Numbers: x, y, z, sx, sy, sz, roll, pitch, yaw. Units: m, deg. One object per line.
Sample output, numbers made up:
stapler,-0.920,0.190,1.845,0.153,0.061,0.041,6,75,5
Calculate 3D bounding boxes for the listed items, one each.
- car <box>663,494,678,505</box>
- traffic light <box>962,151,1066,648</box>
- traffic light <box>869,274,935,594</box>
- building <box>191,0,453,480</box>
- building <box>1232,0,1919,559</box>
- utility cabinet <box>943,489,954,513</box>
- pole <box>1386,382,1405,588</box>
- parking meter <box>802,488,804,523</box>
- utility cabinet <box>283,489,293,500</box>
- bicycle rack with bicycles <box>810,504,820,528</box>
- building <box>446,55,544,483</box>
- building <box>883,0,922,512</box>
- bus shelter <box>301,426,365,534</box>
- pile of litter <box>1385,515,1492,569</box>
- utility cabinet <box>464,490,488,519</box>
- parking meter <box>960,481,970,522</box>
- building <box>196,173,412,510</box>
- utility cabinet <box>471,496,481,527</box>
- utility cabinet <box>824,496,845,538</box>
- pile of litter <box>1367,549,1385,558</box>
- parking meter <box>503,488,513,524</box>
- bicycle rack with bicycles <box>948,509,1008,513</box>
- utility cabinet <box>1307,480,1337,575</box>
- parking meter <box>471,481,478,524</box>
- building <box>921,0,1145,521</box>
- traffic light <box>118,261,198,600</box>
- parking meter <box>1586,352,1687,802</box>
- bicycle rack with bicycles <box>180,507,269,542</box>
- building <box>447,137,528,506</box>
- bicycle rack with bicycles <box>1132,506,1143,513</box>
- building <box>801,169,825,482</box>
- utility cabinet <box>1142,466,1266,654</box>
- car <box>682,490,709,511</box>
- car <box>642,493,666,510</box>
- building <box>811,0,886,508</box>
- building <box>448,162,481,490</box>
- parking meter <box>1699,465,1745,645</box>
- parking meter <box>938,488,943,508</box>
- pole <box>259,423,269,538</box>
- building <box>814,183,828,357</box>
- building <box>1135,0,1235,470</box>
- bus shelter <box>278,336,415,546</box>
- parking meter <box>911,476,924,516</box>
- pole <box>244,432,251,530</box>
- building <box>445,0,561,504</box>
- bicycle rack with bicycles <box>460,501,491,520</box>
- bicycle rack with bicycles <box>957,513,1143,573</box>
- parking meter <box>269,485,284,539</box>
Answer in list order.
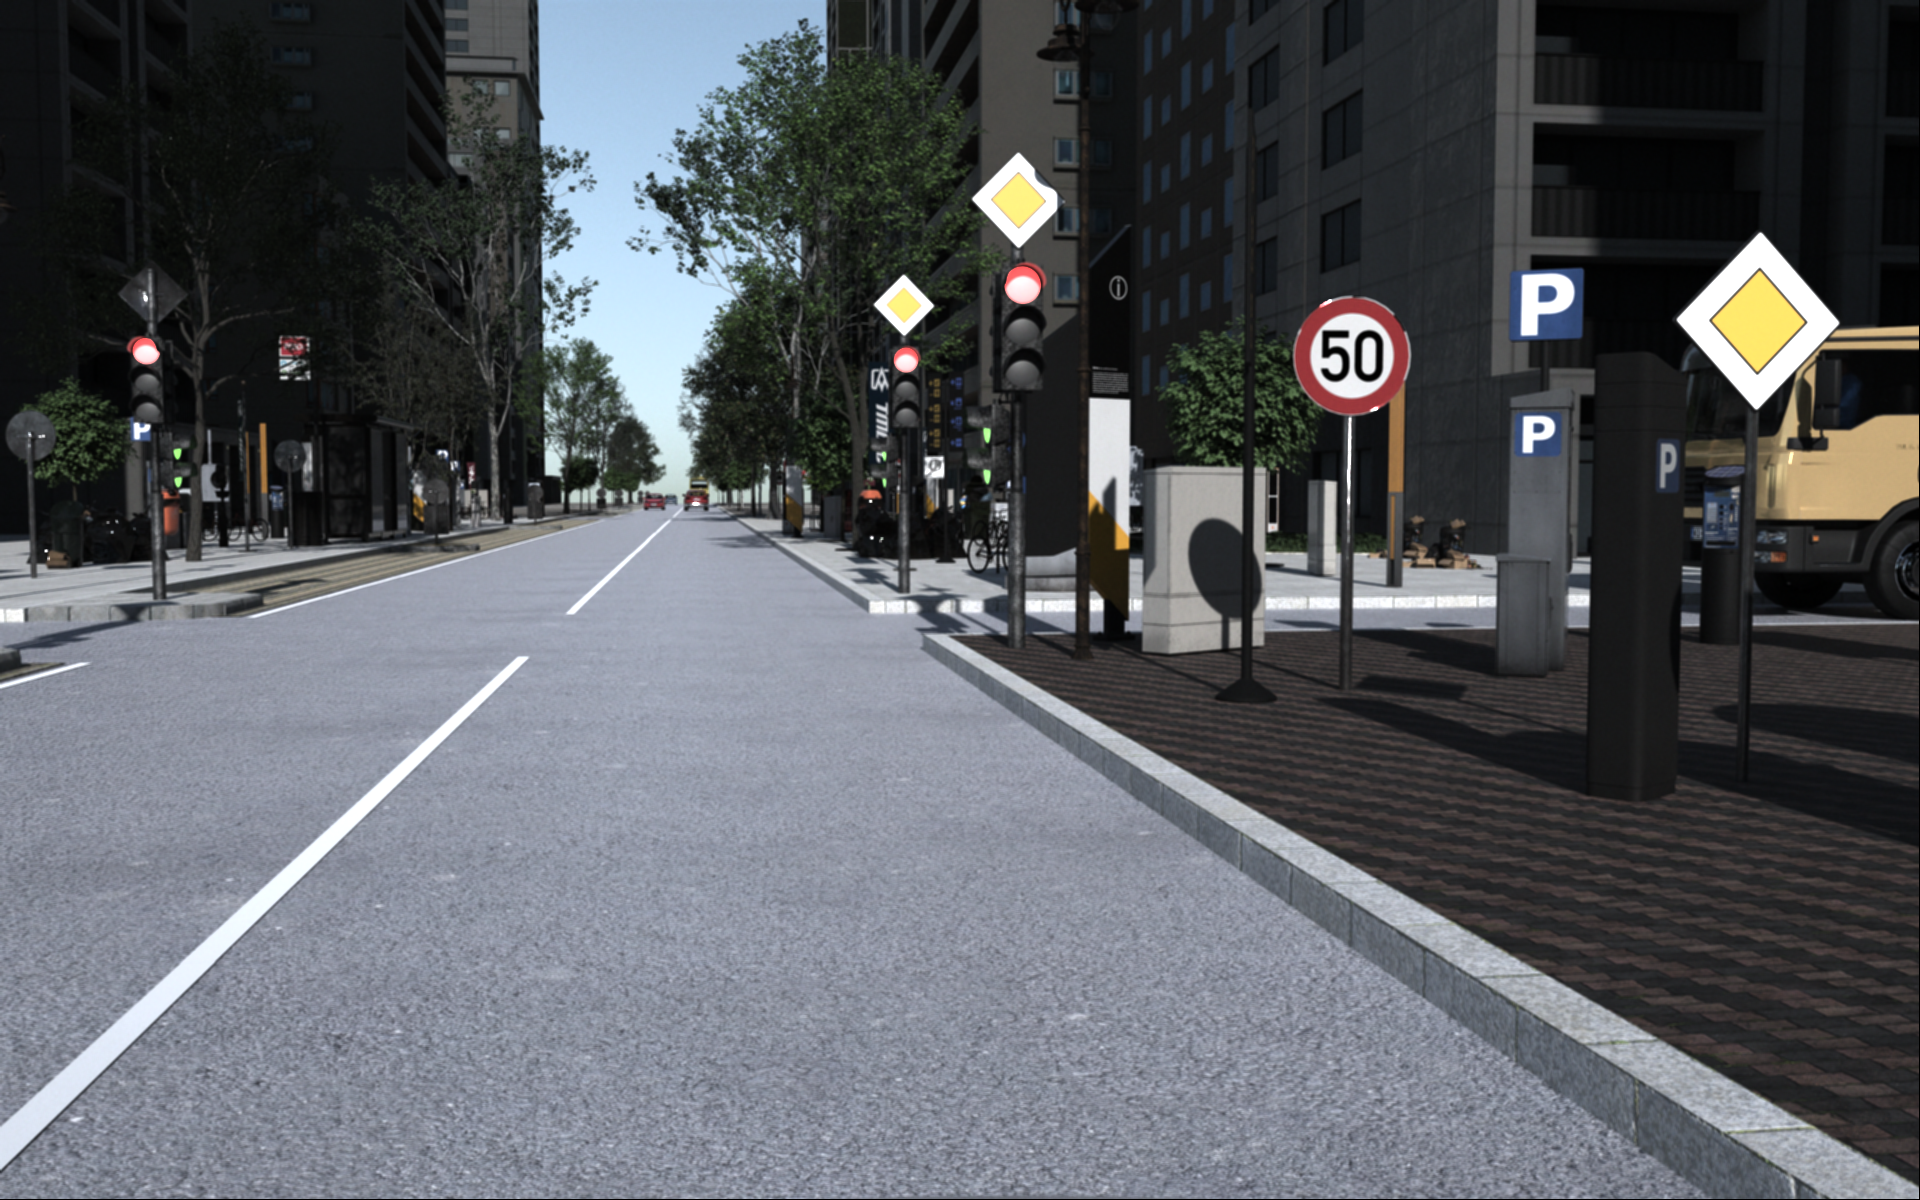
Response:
car,-38.626,-13.407,231.199,2.014,1.417,4.499,-1,4,-9
traffic light,0.454,-1.557,14.382,0.839,4.253,0.868,-1,4,-9
traffic light,-0.741,-2.040,22.278,0.839,4.253,0.868,-1,4,-9
building,-50.928,-30.974,130.135,21.300,48.544,21.600,-1,4,-9
building,20.025,-37.014,43.429,20.611,71.187,20.563,-1,4,-9
utility cabinet,-0.728,-4.214,77.575,0.318,1.500,1.173,-2,4,-32
pole,5.978,-1.829,23.739,0.158,3.312,0.155,0,3,0
parking meter,-6.780,-3.962,73.192,0.372,1.533,0.369,0,3,0
utility cabinet,-31.673,-4.463,81.645,0.318,1.500,1.173,-2,4,-28
bicycle rack with bicycles,-4.303,-3.185,65.459,2.852,0.926,2.925,1,4,19
building,-66.357,-38.106,212.265,28.713,52.752,27.495,-1,4,-9
building,4.961,-35.841,128.005,21.231,58.520,28.212,-1,4,-9
bus shelter,-20.637,-4.107,58.439,1.731,3.624,6.357,-1,4,-9
pile of litter,8.427,-0.986,30.082,1.176,0.858,1.719,-1,4,-21
utility cabinet,-24.697,-4.876,88.403,0.318,1.500,1.173,3,5,41
parking meter,0.232,-4.238,75.008,0.399,1.863,0.255,1,4,10
building,-50.244,-15.935,105.574,27.650,21.520,28.899,-1,4,-9
utility cabinet,-19.031,-3.487,68.174,0.306,1.237,1.020,-1,4,-12
utility cabinet,-3.706,-2.432,50.925,0.306,1.237,1.020,-2,4,-25
pile of litter,8.946,-1.262,34.606,1.176,0.858,1.719,-2,4,-29
parking meter,-19.550,-4.068,74.921,0.372,1.533,0.369,0,3,0
bicycle rack with bicycles,0.631,-1.718,41.464,2.852,0.926,2.925,-1,4,-14
utility cabinet,5.767,-1.154,27.541,0.318,1.500,1.173,0,4,4
parking meter,-20.829,-4.198,74.346,0.255,1.863,0.399,0,4,-3
building,9.916,-28.418,88.333,21.300,48.544,21.600,-1,4,-9
traffic light,-9.698,-1.957,20.911,0.839,4.253,0.868,-1,4,-9
parking meter,2.875,-0.101,7.357,0.399,1.863,0.255,-3,5,-44
bicycle rack with bicycles,-20.437,-2.023,46.452,2.925,0.926,2.852,2,4,29
building,-56.192,-31.138,192.703,14.154,41.232,14.086,-1,4,-9
bicycle rack with bicycles,7.172,-2.666,56.966,2.852,0.926,2.925,1,4,17
building,-8.188,-40.047,244.013,28.713,52.752,27.495,-1,4,-9
utility cabinet,1.987,-0.331,14.095,1.173,1.500,0.318,-3,5,-41
car,-22.578,-8.533,148.180,2.281,1.827,5.304,-1,4,-10
car,-27.651,-9.040,156.846,2.155,1.783,4.494,0,4,-7
building,-6.909,-46.889,204.885,20.563,71.187,20.611,-1,4,-9
building,-49.654,-23.100,149.382,14.160,30.474,14.107,-1,4,-9
parking meter,6.561,-0.394,14.850,0.372,1.533,0.369,0,3,0
parking meter,-0.890,-3.977,73.443,0.372,1.533,0.369,0,3,0
pole,-20.104,-3.436,50.024,0.158,3.312,0.155,0,3,0
building,-11.797,-32.981,222.833,14.154,41.232,14.086,-1,4,-9
building,14.960,-25.256,63.047,14.600,45.320,14.200,-1,4,-9
bus shelter,-16.500,-4.218,46.591,2.179,5.291,8.768,-1,4,-8
parking meter,-1.327,-2.986,54.526,0.255,1.863,0.399,-2,4,-35
pole,-23.379,-3.850,56.795,0.158,3.312,0.155,0,3,0
building,-65.674,-48.811,236.315,20.563,71.187,20.611,-1,4,-9
bicycle rack with bicycles,-24.429,-4.480,86.636,2.925,0.926,2.852,-3,4,-36
bicycle rack with bicycles,1.769,-0.860,27.450,2.852,0.926,2.925,-2,4,-28
parking meter,-19.721,-2.544,50.005,0.372,1.533,0.369,0,3,0
